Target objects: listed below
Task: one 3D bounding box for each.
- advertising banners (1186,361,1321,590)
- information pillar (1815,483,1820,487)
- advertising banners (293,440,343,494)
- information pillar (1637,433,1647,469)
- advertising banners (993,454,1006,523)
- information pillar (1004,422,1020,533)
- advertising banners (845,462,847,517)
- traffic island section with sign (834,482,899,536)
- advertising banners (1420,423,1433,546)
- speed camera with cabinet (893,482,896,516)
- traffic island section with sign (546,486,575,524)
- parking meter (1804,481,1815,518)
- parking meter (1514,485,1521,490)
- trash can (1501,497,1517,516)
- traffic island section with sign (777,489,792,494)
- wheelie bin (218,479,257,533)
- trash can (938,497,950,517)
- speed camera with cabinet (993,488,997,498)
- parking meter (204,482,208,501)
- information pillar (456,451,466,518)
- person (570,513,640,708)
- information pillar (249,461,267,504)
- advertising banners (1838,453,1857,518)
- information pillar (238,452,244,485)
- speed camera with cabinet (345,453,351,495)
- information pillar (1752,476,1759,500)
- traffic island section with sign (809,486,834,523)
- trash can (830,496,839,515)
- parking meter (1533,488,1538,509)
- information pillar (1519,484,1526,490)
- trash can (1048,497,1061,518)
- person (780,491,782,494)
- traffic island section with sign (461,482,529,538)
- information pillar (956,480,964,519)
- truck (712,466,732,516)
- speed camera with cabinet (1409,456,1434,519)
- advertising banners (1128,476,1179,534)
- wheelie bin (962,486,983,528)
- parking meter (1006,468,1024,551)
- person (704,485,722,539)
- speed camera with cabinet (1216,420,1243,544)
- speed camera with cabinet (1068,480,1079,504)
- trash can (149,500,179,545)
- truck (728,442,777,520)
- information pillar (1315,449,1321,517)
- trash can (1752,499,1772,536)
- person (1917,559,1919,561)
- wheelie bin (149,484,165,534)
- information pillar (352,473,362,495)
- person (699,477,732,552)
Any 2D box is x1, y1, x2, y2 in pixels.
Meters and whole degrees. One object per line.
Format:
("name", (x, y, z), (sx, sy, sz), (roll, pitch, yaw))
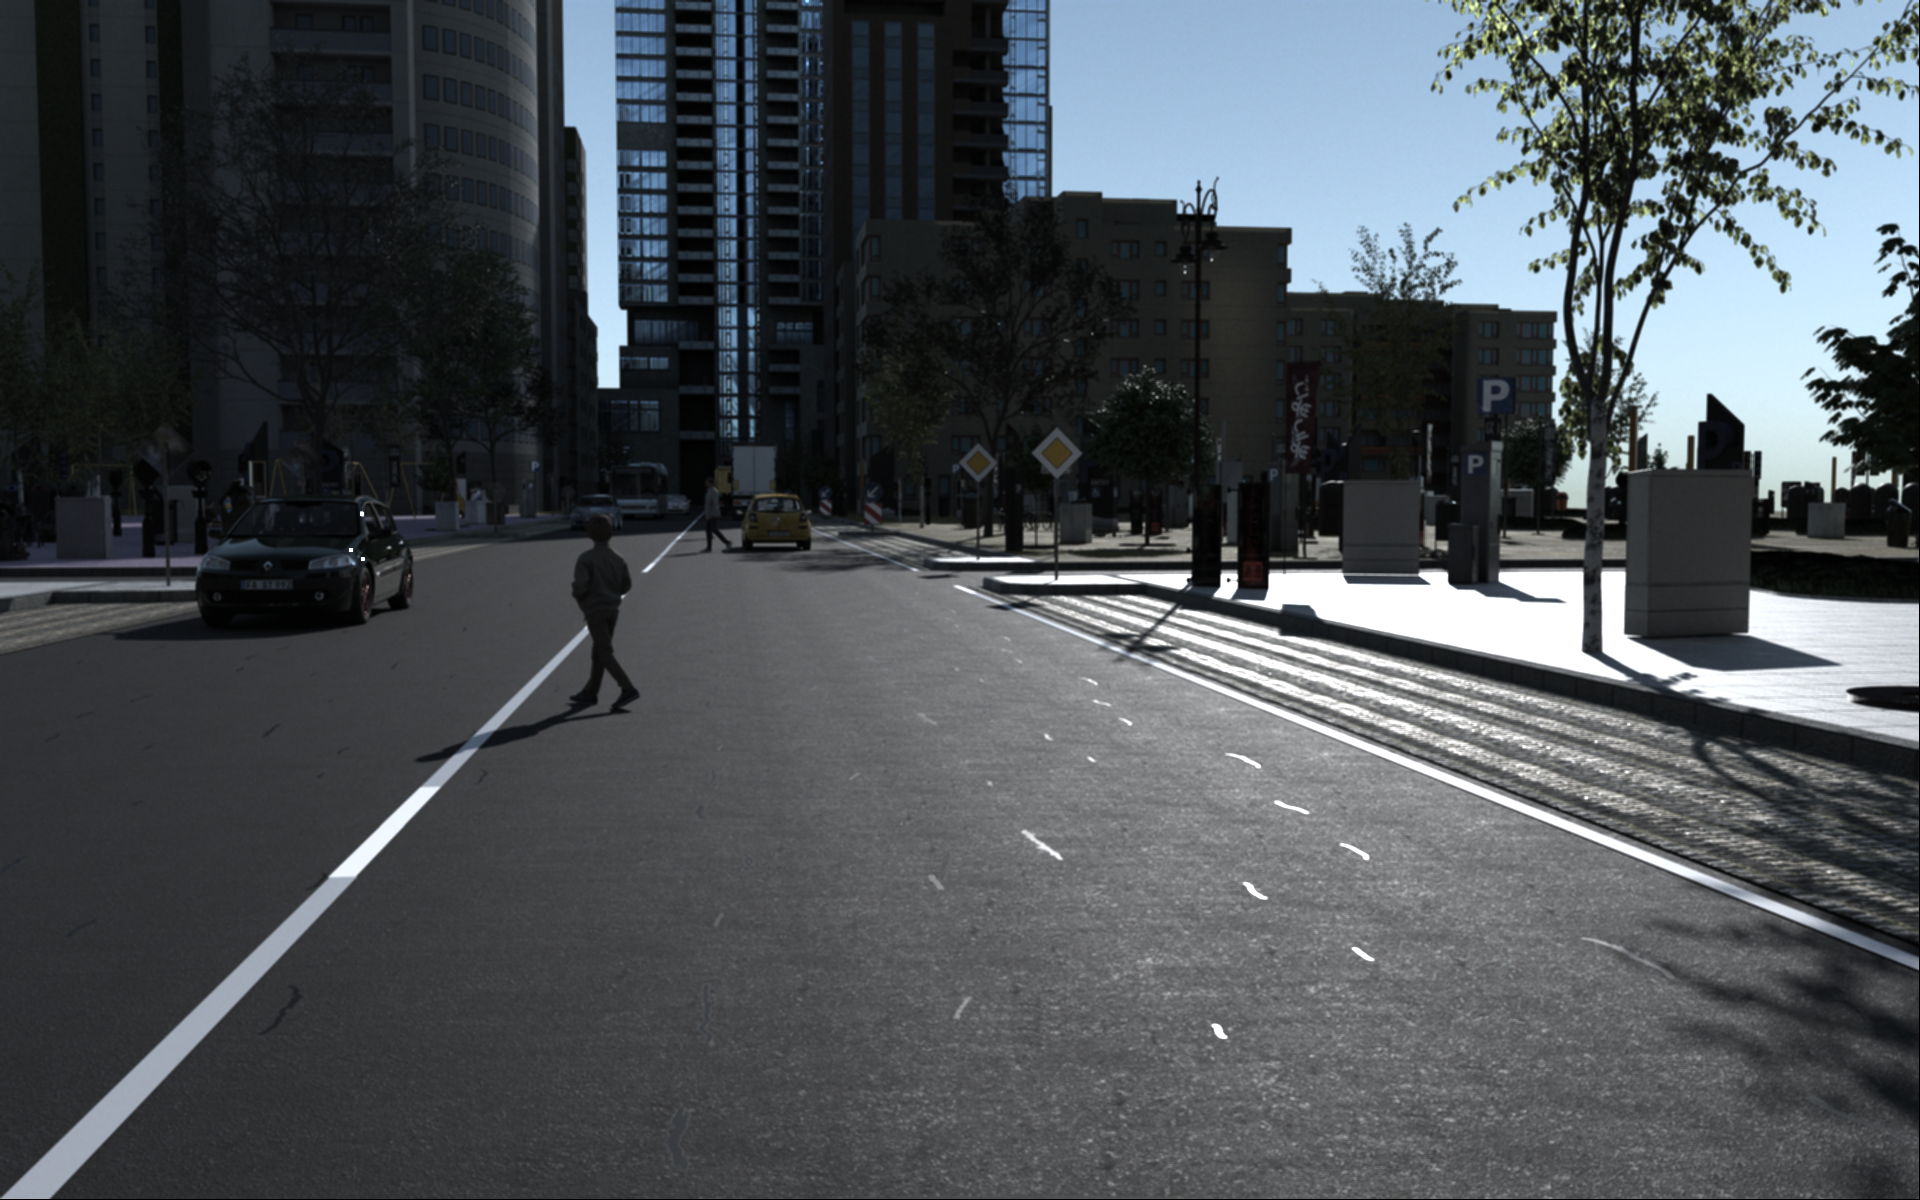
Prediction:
("advertising banners", (3.960, -1.668, 23.457), (2.074, 3.025, 0.090), (3, 5, 42))
("information pillar", (54.959, -6.522, 111.128), (0.304, 2.012, 0.304), (1, 4, 9))
("advertising banners", (-21.189, -3.732, 57.209), (0.090, 3.025, 2.074), (2, 4, 25))
("information pillar", (26.255, -4.617, 66.842), (0.504, 3.616, 0.183), (0, 4, 0))
("advertising banners", (2.039, -4.937, 76.913), (0.090, 3.025, 2.074), (3, 5, 42))
("information pillar", (1.713, -3.989, 56.575), (0.504, 3.616, 0.183), (-1, 4, -20))
("advertising banners", (-6.233, -6.030, 94.774), (0.090, 3.025, 2.074), (0, 4, -2))
("traffic island section with sign", (-3.180, -3.123, 59.684), (1.989, 1.847, 2.006), (0, 4, -8))
("advertising banners", (11.302, -2.828, 42.426), (0.090, 3.025, 2.074), (2, 4, 29))
("speed camera with cabinet", (-3.817, -6.028, 92.892), (0.660, 3.252, 2.038), (0, 4, 3))
("traffic island section with sign", (-18.905, -4.590, 83.676), (1.989, 1.847, 2.006), (0, 4, -8))
("parking meter", (39.038, -4.520, 79.611), (0.255, 1.863, 0.399), (-2, 4, -26))
("parking meter", (34.049, -6.121, 105.781), (0.399, 1.863, 0.255), (0, 4, 2))
("trash can", (25.214, -4.154, 79.570), (0.748, 1.137, 0.748), (0, 3, 0))
("traffic island section with sign", (-13.621, -7.776, 135.771), (1.989, 1.847, 2.006), (0, 4, -8))
("wheelie bin", (-15.618, -1.808, 37.476), (0.693, 1.594, 0.980), (-1, 4, -12))
("trash can", (-0.894, -5.261, 97.667), (0.748, 1.137, 0.748), (0, 3, 0))
("speed camera with cabinet", (2.272, -5.929, 91.273), (2.038, 3.252, 0.660), (1, 4, 12))
("parking meter", (-37.718, -4.931, 86.335), (0.399, 1.863, 0.255), (2, 4, 30))
("information pillar", (-26.596, -6.182, 92.429), (0.504, 3.616, 0.183), (-2, 4, -25))
("person", (-2.416, 0.070, 11.636), (0.640, 1.303, 0.475), (2, 4, 26))
("information pillar", (-15.617, -2.083, 38.545), (0.304, 2.012, 0.304), (-2, 4, -34))
("advertising banners", (36.418, -4.582, 71.101), (0.090, 3.025, 2.074), (1, 4, 11))
("information pillar", (-36.908, -5.987, 89.242), (0.504, 3.616, 0.183), (-2, 4, -24))
("speed camera with cabinet", (-29.555, -5.363, 82.016), (2.038, 3.252, 0.660), (0, 4, 3))
("information pillar", (32.988, -4.132, 72.048), (0.304, 2.012, 0.304), (-1, 4, -17))
("traffic island section with sign", (-6.861, -4.756, 86.388), (1.989, 1.847, 2.006), (0, 4, -8))
("trash can", (-7.624, -5.774, 106.052), (0.748, 1.137, 0.748), (0, 3, 0))
("parking meter", (33.444, -5.803, 100.582), (0.399, 1.863, 0.255), (3, 5, 39))
("information pillar", (35.725, -7.254, 109.956), (0.504, 3.616, 0.183), (1, 4, 16))
("trash can", (5.002, -4.896, 91.704), (0.748, 1.137, 0.748), (0, 3, 0))
("person", (-16.115, -8.965, 155.631), (0.434, 1.755, 0.990), (-3, 4, -38))
("traffic island section with sign", (-15.246, -2.951, 56.883), (1.989, 1.847, 2.006), (0, 4, -8))
("information pillar", (0.020, -5.140, 88.529), (0.304, 2.012, 0.304), (2, 4, 32))
("truck", (-15.357, -7.499, 118.534), (3.469, 3.379, 9.791), (0, 4, -6))
("speed camera with cabinet", (24.022, -5.863, 90.193), (0.660, 3.252, 2.038), (3, 4, 38))
("advertising banners", (6.227, -3.613, 55.258), (2.074, 3.025, 0.090), (3, 5, 43))
("wheelie bin", (0.462, -3.505, 65.216), (0.693, 1.594, 0.980), (-1, 4, -19))
("parking meter", (1.237, -2.048, 39.201), (0.255, 1.863, 0.399), (3, 5, 40))
("person", (-7.968, -2.858, 55.475), (0.600, 1.795, 0.529), (1, 4, 20))
("speed camera with cabinet", (7.321, -3.146, 45.766), (0.660, 3.252, 2.038), (0, 4, -8))
("speed camera with cabinet", (6.949, -6.746, 104.635), (0.660, 3.252, 2.038), (-3, 5, -42))
("trash can", (-19.977, -1.946, 43.463), (0.748, 1.137, 0.748), (0, 3, 0))
("truck", (-11.772, -6.698, 98.427), (2.839, 4.237, 11.283), (0, 4, -7))
("information pillar", (18.224, -5.886, 87.588), (0.504, 3.616, 0.183), (1, 4, 20))
("trash can", (24.636, -2.554, 53.407), (0.748, 1.137, 0.748), (0, 3, 0))
("person", (18.557, -1.464, 33.114), (0.598, 1.740, 0.731), (-1, 4, -22))
("wheelie bin", (-25.923, -2.941, 55.987), (0.693, 1.594, 0.980), (0, 4, -1))
("information pillar", (-20.702, -3.365, 59.517), (0.304, 2.012, 0.304), (-2, 4, -24))
("person", (-6.034, -2.103, 42.738), (0.795, 1.843, 0.661), (-1, 4, -16))
